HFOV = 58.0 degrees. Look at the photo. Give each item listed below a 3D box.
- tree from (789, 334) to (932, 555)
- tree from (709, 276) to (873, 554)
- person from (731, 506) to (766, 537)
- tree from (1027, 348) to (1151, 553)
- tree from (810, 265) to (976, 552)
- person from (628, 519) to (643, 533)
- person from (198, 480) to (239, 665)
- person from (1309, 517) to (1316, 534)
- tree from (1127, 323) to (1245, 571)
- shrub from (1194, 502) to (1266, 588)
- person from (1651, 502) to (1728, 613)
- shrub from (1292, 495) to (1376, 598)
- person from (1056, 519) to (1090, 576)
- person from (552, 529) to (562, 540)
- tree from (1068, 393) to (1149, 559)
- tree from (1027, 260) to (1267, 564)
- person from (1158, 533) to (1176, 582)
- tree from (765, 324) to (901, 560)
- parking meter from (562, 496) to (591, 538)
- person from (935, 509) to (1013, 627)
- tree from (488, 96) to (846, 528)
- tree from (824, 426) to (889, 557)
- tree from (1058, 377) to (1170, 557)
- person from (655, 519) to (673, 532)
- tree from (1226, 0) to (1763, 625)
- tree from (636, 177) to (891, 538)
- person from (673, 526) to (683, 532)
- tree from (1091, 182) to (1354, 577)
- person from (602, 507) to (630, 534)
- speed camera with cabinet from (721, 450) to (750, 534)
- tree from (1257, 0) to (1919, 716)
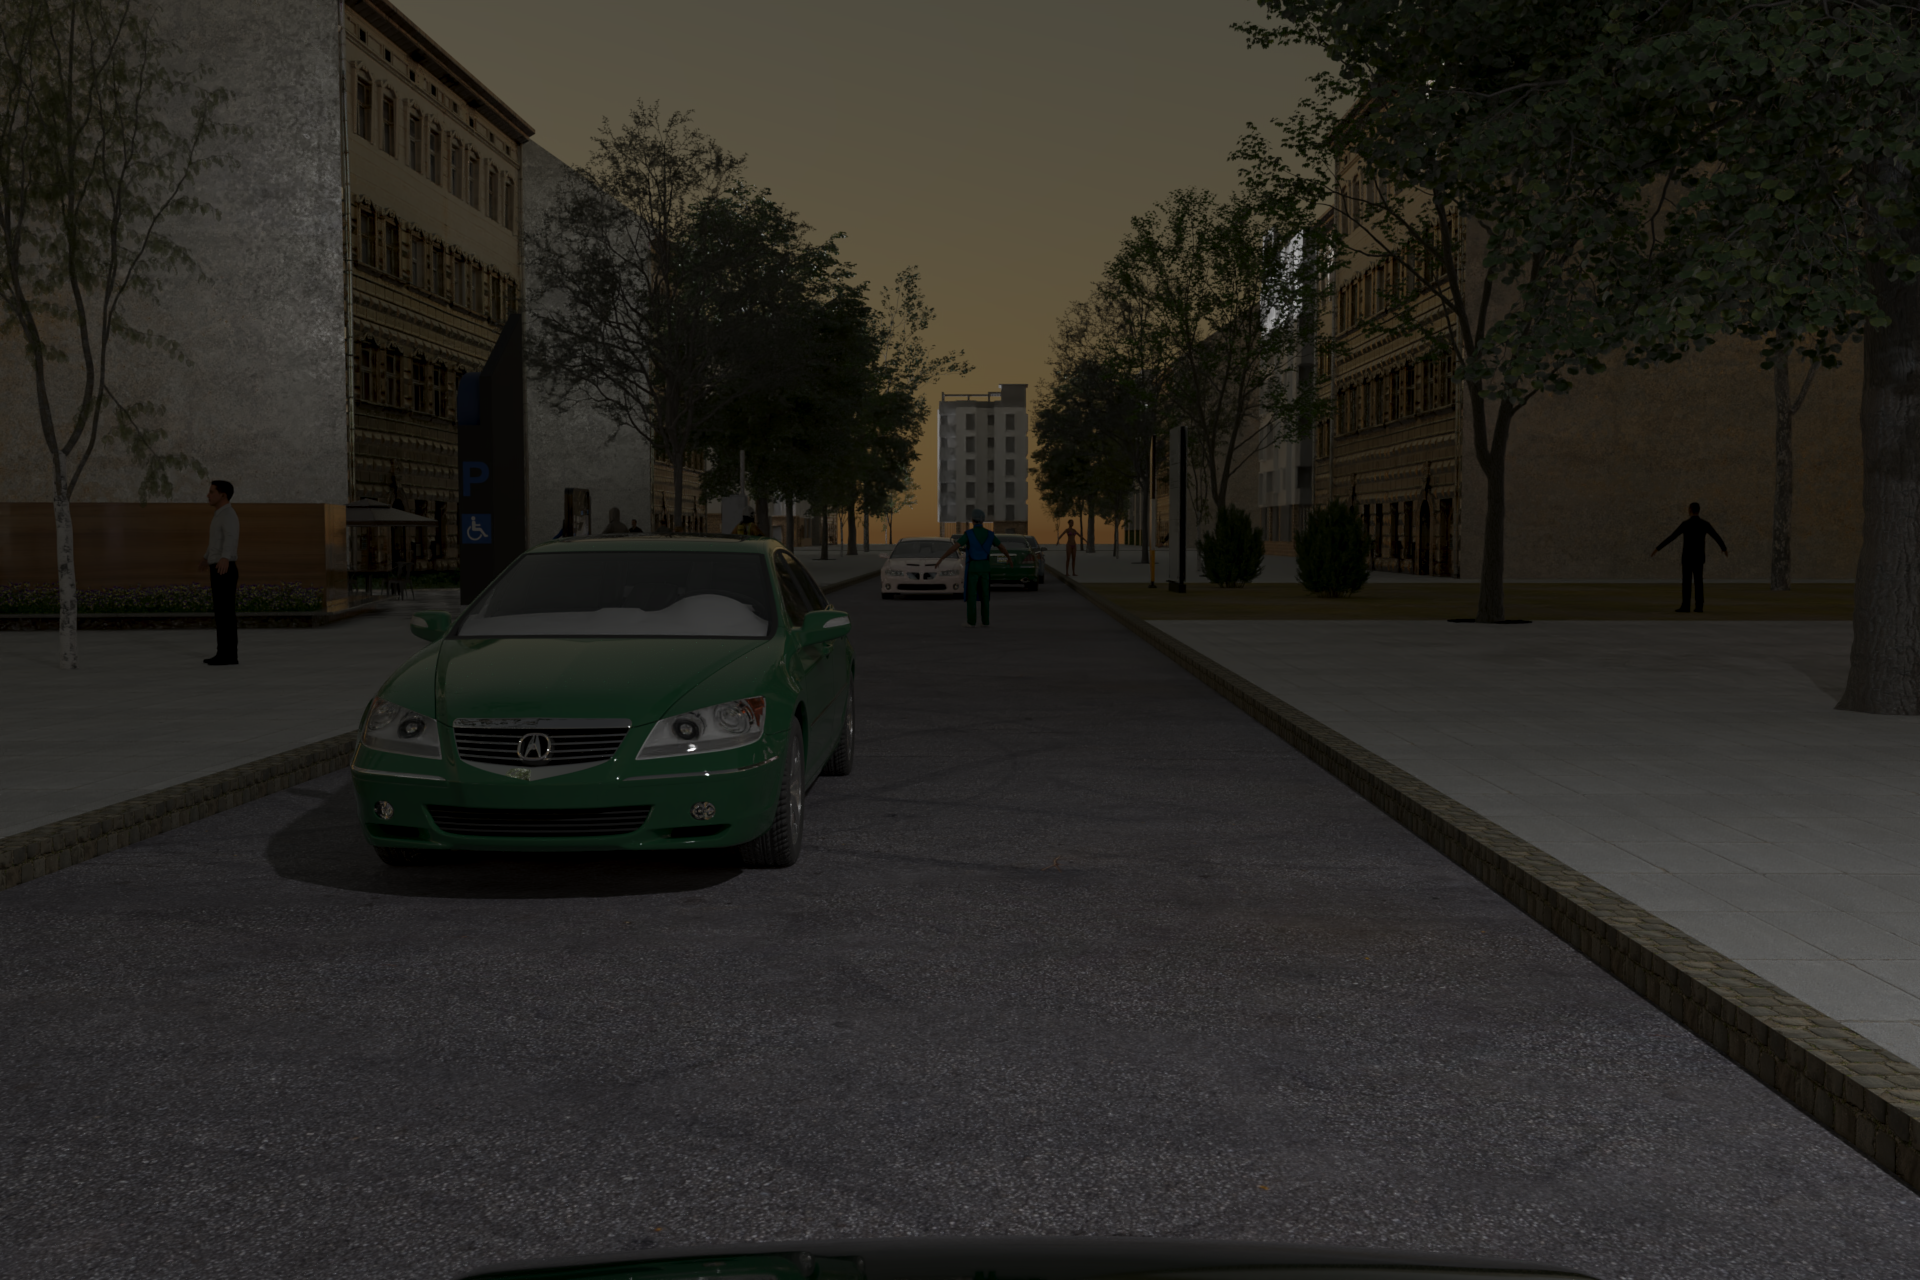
[{"bbox_3d":[-6.573,-12.120,104.817,9.857,13.997,8.962,0,3,0],"label":"tree"},{"bbox_3d":[-7.812,-9.603,75.140,7.486,12.596,7.792,0,3,0],"label":"tree"},{"bbox_3d":[-4.296,-1.810,35.366,1.354,1.858,0.705,2,4,34],"label":"person"},{"bbox_3d":[8.898,-12.956,118.492,9.857,13.997,8.962,0,3,0],"label":"tree"},{"bbox_3d":[-5.727,-16.283,122.116,12.611,20.169,13.585,0,3,0],"label":"tree"},{"bbox_3d":[-11.601,-3.394,61.628,1.346,1.812,0.704,1,4,17],"label":"person"},{"bbox_3d":[-7.284,-0.666,17.052,0.704,1.810,1.344,-2,4,-31],"label":"person"},{"bbox_3d":[11.064,-2.936,53.866,0.705,1.847,1.347,3,5,41],"label":"person"},{"bbox_3d":[8.476,-6.688,59.709,4.360,8.622,3.978,0,3,0],"label":"tree"},{"bbox_3d":[6.460,-2.281,41.332,1.661,2.075,1.752,0,3,0],"label":"shrub"},{"bbox_3d":[11.991,-1.354,28.366,1.346,1.802,0.704,-1,4,-8],"label":"person"},{"bbox_3d":[7.538,-1.890,34.950,1.661,2.075,1.752,0,3,0],"label":"shrub"},{"bbox_3d":[3.434,-2.818,52.870,1.217,1.733,0.721,-2,4,-31],"label":"person"},{"bbox_3d":[-10.591,-2.517,47.117,1.349,1.833,0.705,-3,5,-40],"label":"person"},{"bbox_3d":[7.875,-8.440,88.350,4.737,8.622,4.395,0,3,0],"label":"tree"},{"bbox_3d":[8.013,-10.061,74.875,12.009,13.543,11.850,0,3,0],"label":"tree"},{"bbox_3d":[5.746,-2.478,46.456,0.705,1.837,1.347,3,4,37],"label":"person"},{"bbox_3d":[-6.552,-9.732,84.876,9.928,11.665,9.643,0,3,0],"label":"tree"},{"bbox_3d":[-5.864,-1.274,26.534,0.399,1.863,0.255,0,4,3],"label":"parking meter"},{"bbox_3d":[0.257,-1.107,26.689,1.347,1.817,0.704,-2,4,-27],"label":"person"},{"bbox_3d":[-8.047,-8.474,48.926,12.009,13.543,11.850,0,3,0],"label":"tree"},{"bbox_3d":[-6.676,-8.897,95.830,4.360,8.622,3.978,0,3,0],"label":"tree"},{"bbox_3d":[9.146,-10.017,98.194,7.601,10.594,8.767,-1,4,-23],"label":"tree"},{"bbox_3d":[-10.344,-3.317,60.509,1.348,1.796,0.705,-1,4,-8],"label":"person"},{"bbox_3d":[7.577,-6.040,24.513,9.928,11.665,9.643,0,3,0],"label":"tree"},{"bbox_3d":[-7.100,-9.520,62.314,9.857,13.997,8.962,0,3,0],"label":"tree"},{"bbox_3d":[-5.256,-1.437,32.759,0.599,1.433,0.991,-3,5,-40],"label":"person"},{"bbox_3d":[7.735,-7.690,51.480,9.928,11.665,9.643,0,3,0],"label":"tree"},{"bbox_3d":[-6.932,-1.748,34.702,0.705,1.813,1.348,2,4,31],"label":"person"},{"bbox_3d":[-5.319,-2.893,41.630,0.660,3.252,2.038,0,4,0],"label":"speed camera with cabinet"},{"bbox_3d":[6.692,-6.446,12.046,9.857,13.997,8.962,0,3,0],"label":"tree"}]
